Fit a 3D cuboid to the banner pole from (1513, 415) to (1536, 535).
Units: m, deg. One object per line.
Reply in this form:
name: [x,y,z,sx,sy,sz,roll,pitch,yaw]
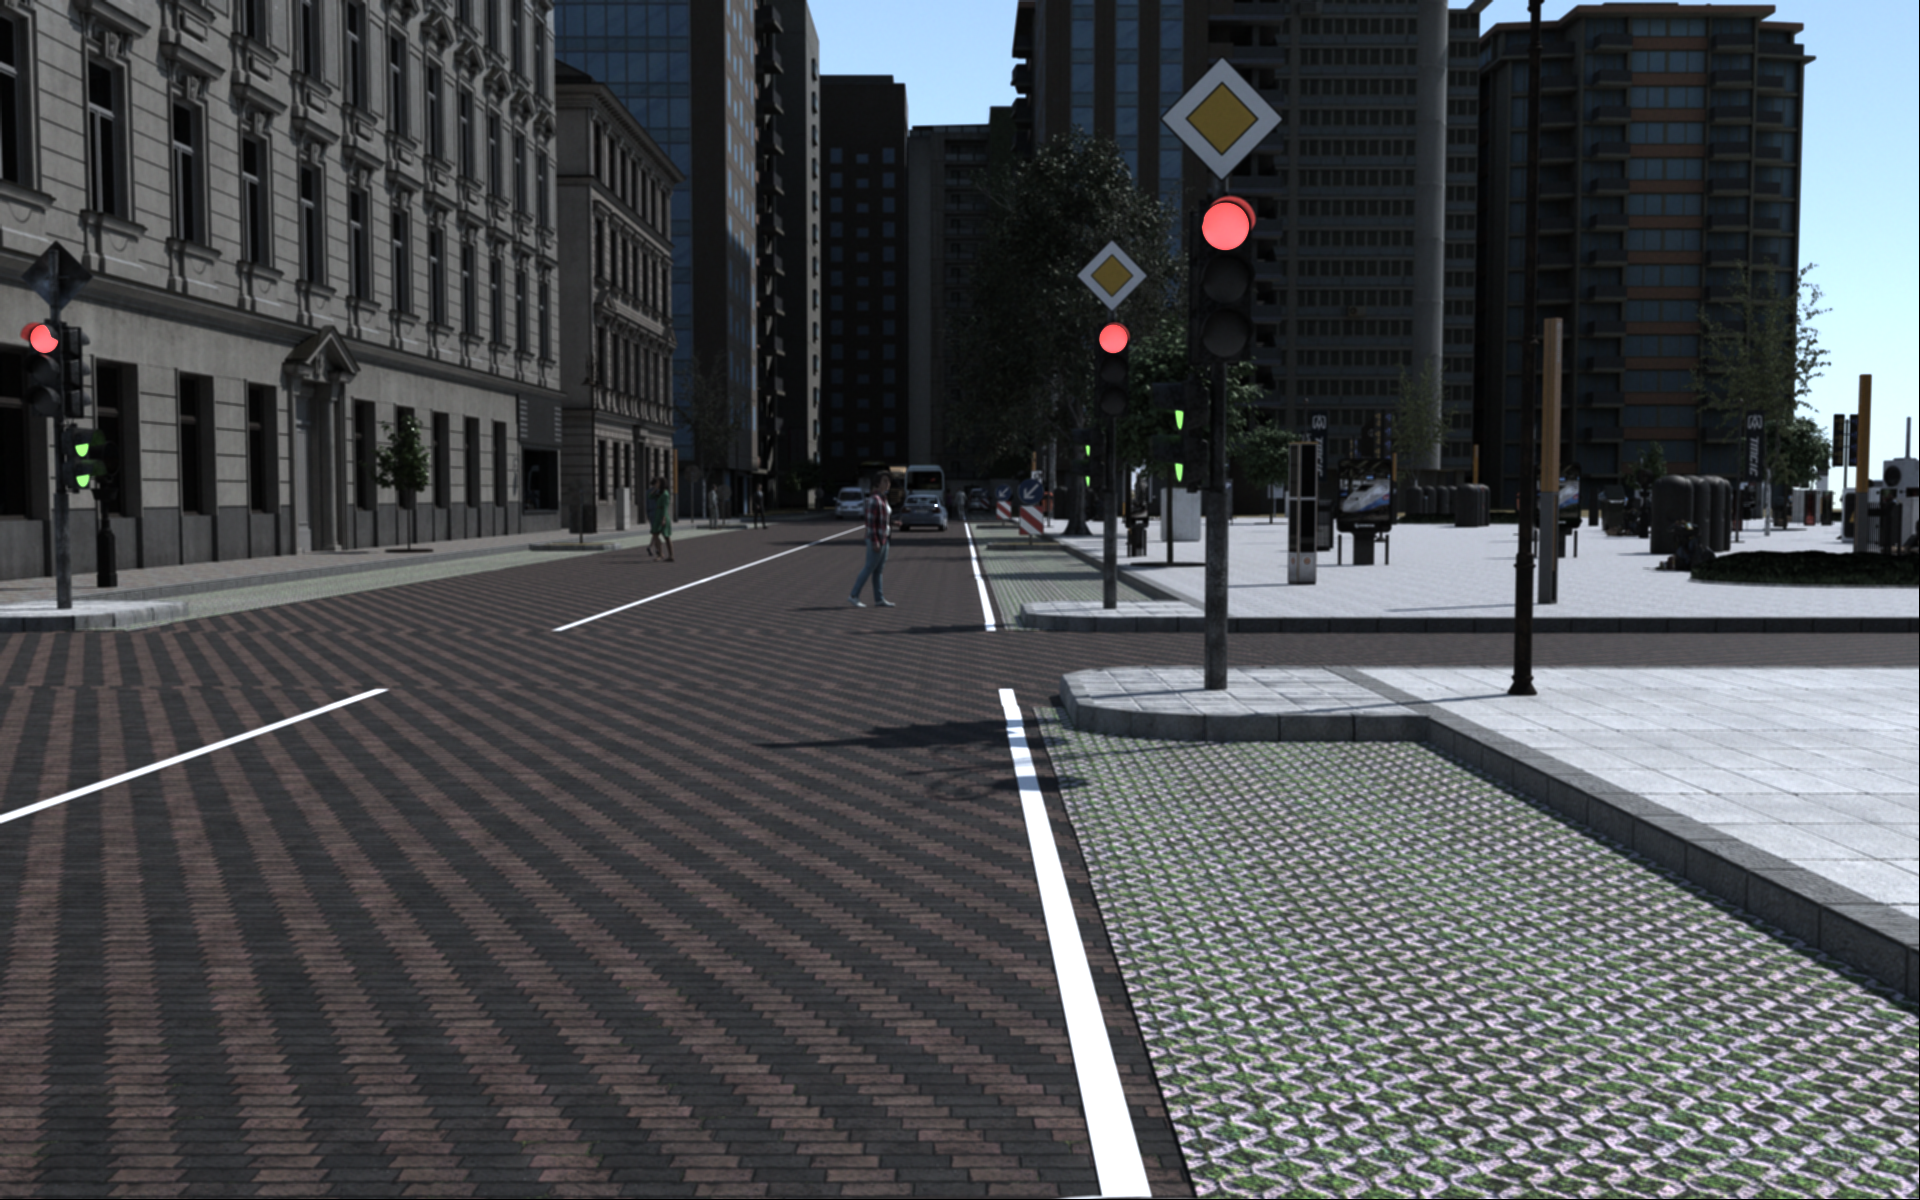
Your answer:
banner pole: [17.765,-3.934,54.332,0.863,3.779,0.401,-2,4,-28]

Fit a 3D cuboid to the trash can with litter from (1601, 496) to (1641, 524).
trash can with litter: [28.516,-3.844,73.912,2.233,1.210,1.678,1,4,12]

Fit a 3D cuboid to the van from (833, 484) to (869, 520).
van: [-6.184,-5.607,98.687,2.013,2.044,4.112,0,4,-1]

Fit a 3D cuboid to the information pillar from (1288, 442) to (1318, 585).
information pillar: [4.863,-1.228,24.577,0.304,2.012,0.304,-1,4,-18]

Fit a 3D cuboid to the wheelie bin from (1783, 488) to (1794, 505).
wheelie bin: [43.567,-5.073,90.848,0.693,1.594,0.980,0,4,7]

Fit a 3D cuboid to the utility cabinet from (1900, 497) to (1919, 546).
utility cabinet: [22.045,-1.762,39.971,1.020,1.237,0.306,-3,4,-37]

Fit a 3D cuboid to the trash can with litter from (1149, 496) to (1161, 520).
trash can with litter: [9.684,-4.510,84.800,2.233,1.210,1.678,3,5,44]

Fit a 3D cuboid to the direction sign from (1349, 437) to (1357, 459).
direction sign: [15.621,-4.703,68.895,0.379,3.537,0.876,2,4,33]

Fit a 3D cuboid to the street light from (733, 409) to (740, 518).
street light: [-12.082,-7.405,93.865,0.468,5.910,1.993,0,3,0]

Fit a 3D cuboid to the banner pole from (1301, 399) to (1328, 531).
banner pole: [9.315,-3.405,45.683,0.863,3.779,0.401,-1,4,-11]

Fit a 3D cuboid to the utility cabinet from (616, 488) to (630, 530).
utility cabinet: [-11.951,-3.221,61.341,0.318,1.500,1.173,0,4,-1]

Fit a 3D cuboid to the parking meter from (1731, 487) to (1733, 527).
parking meter: [24.829,-2.920,56.156,0.372,1.533,0.369,0,3,0]

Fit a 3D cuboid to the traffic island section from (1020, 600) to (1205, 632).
traffic island section: [1.701,0.176,19.395,2.009,0.180,2.903,0,3,0]

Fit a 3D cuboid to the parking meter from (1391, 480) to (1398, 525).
parking meter: [18.129,-4.090,72.587,0.399,1.863,0.255,-3,4,-36]

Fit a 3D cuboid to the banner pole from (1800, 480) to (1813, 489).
banner pole: [45.060,-6.241,92.051,0.401,3.779,0.863,-3,4,-38]

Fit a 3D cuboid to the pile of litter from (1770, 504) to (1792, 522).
pile of litter: [37.670,-3.975,78.962,1.176,0.858,1.719,0,4,2]

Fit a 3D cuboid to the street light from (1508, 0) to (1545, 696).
street light: [3.608,-2.333,10.933,0.468,5.910,1.993,0,3,0]

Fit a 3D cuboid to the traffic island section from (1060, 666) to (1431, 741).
traffic island section: [1.706,0.665,11.410,2.009,0.180,2.903,0,3,0]

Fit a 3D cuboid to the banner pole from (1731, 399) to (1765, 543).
banner pole: [20.776,-3.405,45.685,0.401,3.779,0.863,-3,5,-43]

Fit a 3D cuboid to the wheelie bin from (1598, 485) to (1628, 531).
wheelie bin: [22.711,-3.207,60.348,0.980,1.594,0.693,0,4,0]

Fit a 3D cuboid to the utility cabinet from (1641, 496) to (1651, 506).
utility cabinet: [27.689,-3.589,69.849,0.306,1.237,1.020,1,4,11]

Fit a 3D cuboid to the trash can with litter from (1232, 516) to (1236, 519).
trash can with litter: [13.977,-4.874,90.754,1.678,1.210,2.233,3,4,38]

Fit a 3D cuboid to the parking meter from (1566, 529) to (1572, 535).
parking meter: [18.896,-2.953,53.991,0.399,1.863,0.255,-2,4,-29]

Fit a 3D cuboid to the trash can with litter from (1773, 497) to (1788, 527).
trash can with litter: [32.287,-3.461,67.972,0.624,1.170,1.055,1,4,12]

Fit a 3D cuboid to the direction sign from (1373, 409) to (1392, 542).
direction sign: [11.274,-3.320,46.286,0.379,3.537,0.876,3,5,44]

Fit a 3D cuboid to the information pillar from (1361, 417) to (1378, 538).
information pillar: [11.999,-3.634,50.770,0.504,3.616,0.183,2,4,34]

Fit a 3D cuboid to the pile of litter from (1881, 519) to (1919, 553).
pile of litter: [20.436,-1.404,36.920,1.176,0.858,1.719,0,4,1]

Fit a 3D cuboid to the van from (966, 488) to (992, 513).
van: [1.414,-7.500,129.637,2.013,2.044,4.112,0,4,-1]

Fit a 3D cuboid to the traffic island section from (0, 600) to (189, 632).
traffic island section: [-10.041,0.177,19.393,2.009,0.180,2.903,0,3,0]

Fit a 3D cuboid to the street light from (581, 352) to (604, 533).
street light: [-11.991,-5.131,56.676,0.468,5.910,1.993,0,3,0]

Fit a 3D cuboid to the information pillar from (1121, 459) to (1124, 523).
information pillar: [7.261,-5.218,76.667,0.183,3.616,0.504,0,4,3]

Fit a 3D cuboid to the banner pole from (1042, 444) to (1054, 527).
banner pole: [3.349,-4.721,67.203,0.401,3.779,0.863,-1,4,-23]

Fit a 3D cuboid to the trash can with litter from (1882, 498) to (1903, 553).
trash can with litter: [17.714,-1.346,33.068,1.678,1.210,2.233,0,4,1]

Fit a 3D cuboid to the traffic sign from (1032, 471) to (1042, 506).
traffic sign: [3.422,-4.514,75.934,0.606,2.300,0.079,1,4,9]

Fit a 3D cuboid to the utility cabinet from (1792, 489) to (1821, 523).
utility cabinet: [37.636,-4.178,76.991,1.173,1.500,0.318,0,4,-7]

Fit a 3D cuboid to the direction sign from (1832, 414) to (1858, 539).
direction sign: [25.104,-3.493,49.103,0.876,3.537,0.379,-1,4,-13]

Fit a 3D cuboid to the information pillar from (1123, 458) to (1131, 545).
information pillar: [4.425,-3.210,43.843,0.183,3.616,0.504,-2,4,-27]

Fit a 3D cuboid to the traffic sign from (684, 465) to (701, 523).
traffic sign: [-11.768,-4.645,76.058,0.768,2.556,0.104,0,4,7]

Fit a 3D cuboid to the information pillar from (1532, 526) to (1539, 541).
information pillar: [15.560,-2.602,47.033,0.304,2.012,0.304,2,4,32]

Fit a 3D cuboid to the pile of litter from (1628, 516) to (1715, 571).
pile of litter: [12.345,-0.927,29.123,1.176,0.858,1.719,-1,4,-16]

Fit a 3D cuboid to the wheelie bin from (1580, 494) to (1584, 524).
wheelie bin: [26.623,-4.119,75.248,0.693,1.594,0.980,-1,4,-15]

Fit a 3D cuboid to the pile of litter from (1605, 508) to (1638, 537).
pile of litter: [20.318,-2.396,53.134,1.719,0.858,1.176,-3,4,-37]

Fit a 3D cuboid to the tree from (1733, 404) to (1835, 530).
tree: [29.654,-4.787,61.974,4.285,4.588,4.351,0,3,0]

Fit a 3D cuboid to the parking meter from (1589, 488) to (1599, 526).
parking meter: [25.558,-3.756,69.827,0.372,1.533,0.369,0,3,0]

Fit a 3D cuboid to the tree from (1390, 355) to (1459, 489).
tree: [24.303,-8.665,92.041,4.737,8.622,4.395,0,3,0]

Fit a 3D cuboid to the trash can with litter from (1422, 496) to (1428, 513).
trash can with litter: [21.579,-4.213,79.942,1.678,1.210,2.233,1,4,19]
